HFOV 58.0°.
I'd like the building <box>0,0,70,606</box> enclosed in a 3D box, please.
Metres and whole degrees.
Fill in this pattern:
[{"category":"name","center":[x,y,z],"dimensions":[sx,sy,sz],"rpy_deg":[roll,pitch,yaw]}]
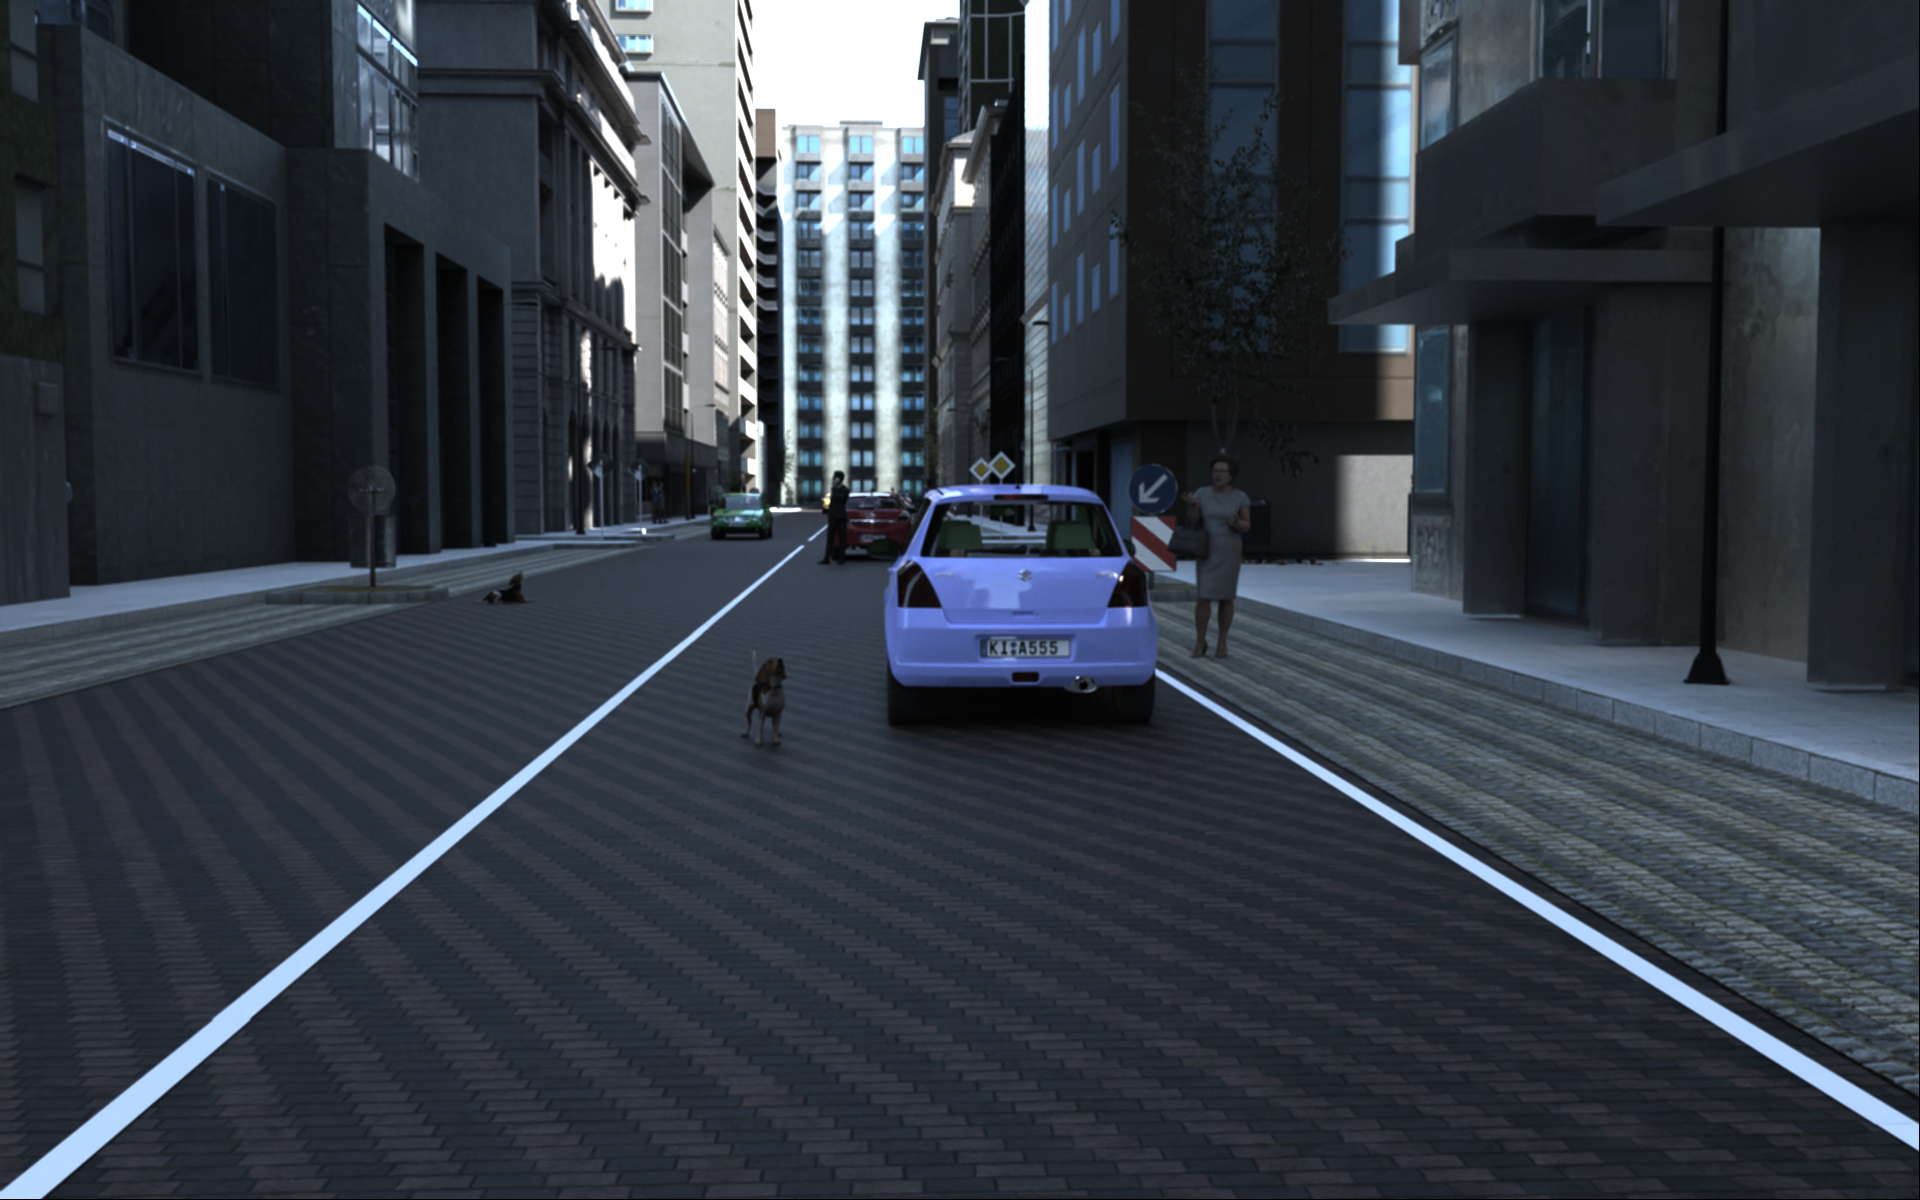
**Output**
[{"category":"building","center":[-17.679,-20.149,13.031],"dimensions":[14.154,41.232,14.086],"rpy_deg":[0,4,-3]}]

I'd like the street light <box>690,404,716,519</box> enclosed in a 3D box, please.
[{"category":"street light","center":[-13.301,-7.160,89.605],"dimensions":[1.470,5.913,1.316],"rpy_deg":[0,4,-3]}]

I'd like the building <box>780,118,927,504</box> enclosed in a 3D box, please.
[{"category":"building","center":[-12.763,-36.946,223.679],"dimensions":[30.456,49.044,23.786],"rpy_deg":[0,4,-3]}]

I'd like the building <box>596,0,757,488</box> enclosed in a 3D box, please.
[{"category":"building","center":[-27.786,-31.518,139.020],"dimensions":[21.300,48.544,21.600],"rpy_deg":[0,4,-3]}]

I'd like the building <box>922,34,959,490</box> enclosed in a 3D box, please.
[{"category":"building","center":[3.553,-31.837,170.638],"dimensions":[14.600,45.320,14.200],"rpy_deg":[0,4,-3]}]

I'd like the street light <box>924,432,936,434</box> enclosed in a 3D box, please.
[{"category":"street light","center":[-1.977,-9.596,129.435],"dimensions":[1.470,5.913,1.316],"rpy_deg":[0,4,-3]}]

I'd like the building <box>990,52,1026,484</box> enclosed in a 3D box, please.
[{"category":"building","center":[8.027,-15.095,76.480],"dimensions":[12.332,23.373,15.834],"rpy_deg":[0,4,-3]}]

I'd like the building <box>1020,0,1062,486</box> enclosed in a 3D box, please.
[{"category":"building","center":[17.461,-17.303,60.394],"dimensions":[29.804,29.767,11.434],"rpy_deg":[0,4,-3]}]

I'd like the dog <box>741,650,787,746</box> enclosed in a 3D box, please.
[{"category":"dog","center":[-1.122,0.565,10.057],"dimensions":[0.540,0.507,0.406],"rpy_deg":[2,4,34]}]

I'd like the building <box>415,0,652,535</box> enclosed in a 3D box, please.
[{"category":"building","center":[-19.596,-13.630,64.658],"dimensions":[13.314,21.916,24.055],"rpy_deg":[0,4,-3]}]

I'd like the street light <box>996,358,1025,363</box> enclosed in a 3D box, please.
[{"category":"street light","center":[1.923,-5.312,59.386],"dimensions":[1.470,5.913,1.316],"rpy_deg":[0,4,-3]}]

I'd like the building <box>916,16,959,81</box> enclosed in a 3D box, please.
[{"category":"building","center":[9.983,-36.842,191.602],"dimensions":[28.713,52.752,27.495],"rpy_deg":[0,4,-3]}]

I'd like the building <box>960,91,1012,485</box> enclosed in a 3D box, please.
[{"category":"building","center":[6.090,-16.254,94.627],"dimensions":[11.050,23.489,19.941],"rpy_deg":[0,4,-3]}]

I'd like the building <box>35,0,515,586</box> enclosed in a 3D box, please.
[{"category":"building","center":[-26.598,-43.938,31.062],"dimensions":[31.000,86.520,22.319],"rpy_deg":[0,4,-3]}]

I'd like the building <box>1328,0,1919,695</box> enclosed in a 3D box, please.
[{"category":"building","center":[16.108,-23.812,8.943],"dimensions":[23.786,49.044,30.456],"rpy_deg":[0,4,-3]}]

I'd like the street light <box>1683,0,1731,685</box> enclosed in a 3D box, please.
[{"category":"street light","center":[4.550,-2.389,11.598],"dimensions":[1.470,5.913,1.316],"rpy_deg":[0,4,-3]}]

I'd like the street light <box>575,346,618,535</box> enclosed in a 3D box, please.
[{"category":"street light","center":[-11.425,-5.012,54.479],"dimensions":[1.470,5.913,1.316],"rpy_deg":[0,4,-3]}]

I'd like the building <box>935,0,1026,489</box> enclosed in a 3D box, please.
[{"category":"building","center":[8.426,-43.625,151.522],"dimensions":[20.563,71.187,20.611],"rpy_deg":[0,4,-3]}]

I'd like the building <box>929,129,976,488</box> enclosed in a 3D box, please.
[{"category":"building","center":[4.592,-19.587,117.512],"dimensions":[12.463,27.353,25.104],"rpy_deg":[0,4,-3]}]

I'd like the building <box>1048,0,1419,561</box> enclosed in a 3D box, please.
[{"category":"building","center":[9.640,-23.786,39.020],"dimensions":[14.600,45.320,14.200],"rpy_deg":[0,4,-3]}]

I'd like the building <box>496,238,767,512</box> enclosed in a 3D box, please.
[{"category":"building","center":[-29.520,-52.091,164.365],"dimensions":[22.319,86.520,31.000],"rpy_deg":[0,4,-3]}]

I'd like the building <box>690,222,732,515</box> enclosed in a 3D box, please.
[{"category":"building","center":[-20.830,-16.310,115.818],"dimensions":[9.793,20.994,18.267],"rpy_deg":[0,4,-3]}]

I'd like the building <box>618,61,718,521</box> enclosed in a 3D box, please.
[{"category":"building","center":[-21.251,-16.664,91.529],"dimensions":[14.314,24.678,30.058],"rpy_deg":[0,4,-3]}]

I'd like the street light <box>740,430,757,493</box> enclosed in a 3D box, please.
[{"category":"street light","center":[-15.291,-9.316,124.864],"dimensions":[1.470,5.913,1.316],"rpy_deg":[0,4,-3]}]

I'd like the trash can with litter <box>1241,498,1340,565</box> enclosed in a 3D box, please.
[{"category":"trash can with litter","center":[5.794,-1.262,31.690],"dimensions":[2.233,1.210,1.678],"rpy_deg":[1,4,19]}]

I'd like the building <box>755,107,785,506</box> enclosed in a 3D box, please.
[{"category":"building","center":[-27.509,-33.438,196.813],"dimensions":[14.200,45.320,14.600],"rpy_deg":[0,4,-3]}]

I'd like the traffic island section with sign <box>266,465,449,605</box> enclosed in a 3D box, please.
[{"category":"traffic island section with sign","center":[-8.000,-0.895,23.263],"dimensions":[1.989,1.847,2.006],"rpy_deg":[0,4,-3]}]

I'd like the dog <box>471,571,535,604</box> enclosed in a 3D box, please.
[{"category":"dog","center":[-6.021,-0.160,22.810],"dimensions":[0.748,0.427,0.550],"rpy_deg":[0,4,2]}]

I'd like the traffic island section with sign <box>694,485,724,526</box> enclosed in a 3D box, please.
[{"category":"traffic island section with sign","center":[-11.046,-4.307,79.054],"dimensions":[1.989,1.847,2.006],"rpy_deg":[0,4,-3]}]

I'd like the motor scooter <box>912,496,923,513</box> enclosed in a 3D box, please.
[{"category":"motor scooter","center":[-3.184,-7.125,129.276],"dimensions":[0.815,1.314,1.986],"rpy_deg":[0,4,-4]}]

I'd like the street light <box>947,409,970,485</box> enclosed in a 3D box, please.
[{"category":"street light","center":[-0.016,-7.449,94.329],"dimensions":[1.470,5.913,1.316],"rpy_deg":[0,4,-3]}]

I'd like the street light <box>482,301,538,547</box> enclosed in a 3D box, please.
[{"category":"street light","center":[-10.824,-4.229,41.691],"dimensions":[1.470,5.913,1.316],"rpy_deg":[0,4,-3]}]

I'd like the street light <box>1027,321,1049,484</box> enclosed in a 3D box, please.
[{"category":"street light","center":[2.632,-4.526,46.543],"dimensions":[1.470,5.913,1.316],"rpy_deg":[0,4,-3]}]
